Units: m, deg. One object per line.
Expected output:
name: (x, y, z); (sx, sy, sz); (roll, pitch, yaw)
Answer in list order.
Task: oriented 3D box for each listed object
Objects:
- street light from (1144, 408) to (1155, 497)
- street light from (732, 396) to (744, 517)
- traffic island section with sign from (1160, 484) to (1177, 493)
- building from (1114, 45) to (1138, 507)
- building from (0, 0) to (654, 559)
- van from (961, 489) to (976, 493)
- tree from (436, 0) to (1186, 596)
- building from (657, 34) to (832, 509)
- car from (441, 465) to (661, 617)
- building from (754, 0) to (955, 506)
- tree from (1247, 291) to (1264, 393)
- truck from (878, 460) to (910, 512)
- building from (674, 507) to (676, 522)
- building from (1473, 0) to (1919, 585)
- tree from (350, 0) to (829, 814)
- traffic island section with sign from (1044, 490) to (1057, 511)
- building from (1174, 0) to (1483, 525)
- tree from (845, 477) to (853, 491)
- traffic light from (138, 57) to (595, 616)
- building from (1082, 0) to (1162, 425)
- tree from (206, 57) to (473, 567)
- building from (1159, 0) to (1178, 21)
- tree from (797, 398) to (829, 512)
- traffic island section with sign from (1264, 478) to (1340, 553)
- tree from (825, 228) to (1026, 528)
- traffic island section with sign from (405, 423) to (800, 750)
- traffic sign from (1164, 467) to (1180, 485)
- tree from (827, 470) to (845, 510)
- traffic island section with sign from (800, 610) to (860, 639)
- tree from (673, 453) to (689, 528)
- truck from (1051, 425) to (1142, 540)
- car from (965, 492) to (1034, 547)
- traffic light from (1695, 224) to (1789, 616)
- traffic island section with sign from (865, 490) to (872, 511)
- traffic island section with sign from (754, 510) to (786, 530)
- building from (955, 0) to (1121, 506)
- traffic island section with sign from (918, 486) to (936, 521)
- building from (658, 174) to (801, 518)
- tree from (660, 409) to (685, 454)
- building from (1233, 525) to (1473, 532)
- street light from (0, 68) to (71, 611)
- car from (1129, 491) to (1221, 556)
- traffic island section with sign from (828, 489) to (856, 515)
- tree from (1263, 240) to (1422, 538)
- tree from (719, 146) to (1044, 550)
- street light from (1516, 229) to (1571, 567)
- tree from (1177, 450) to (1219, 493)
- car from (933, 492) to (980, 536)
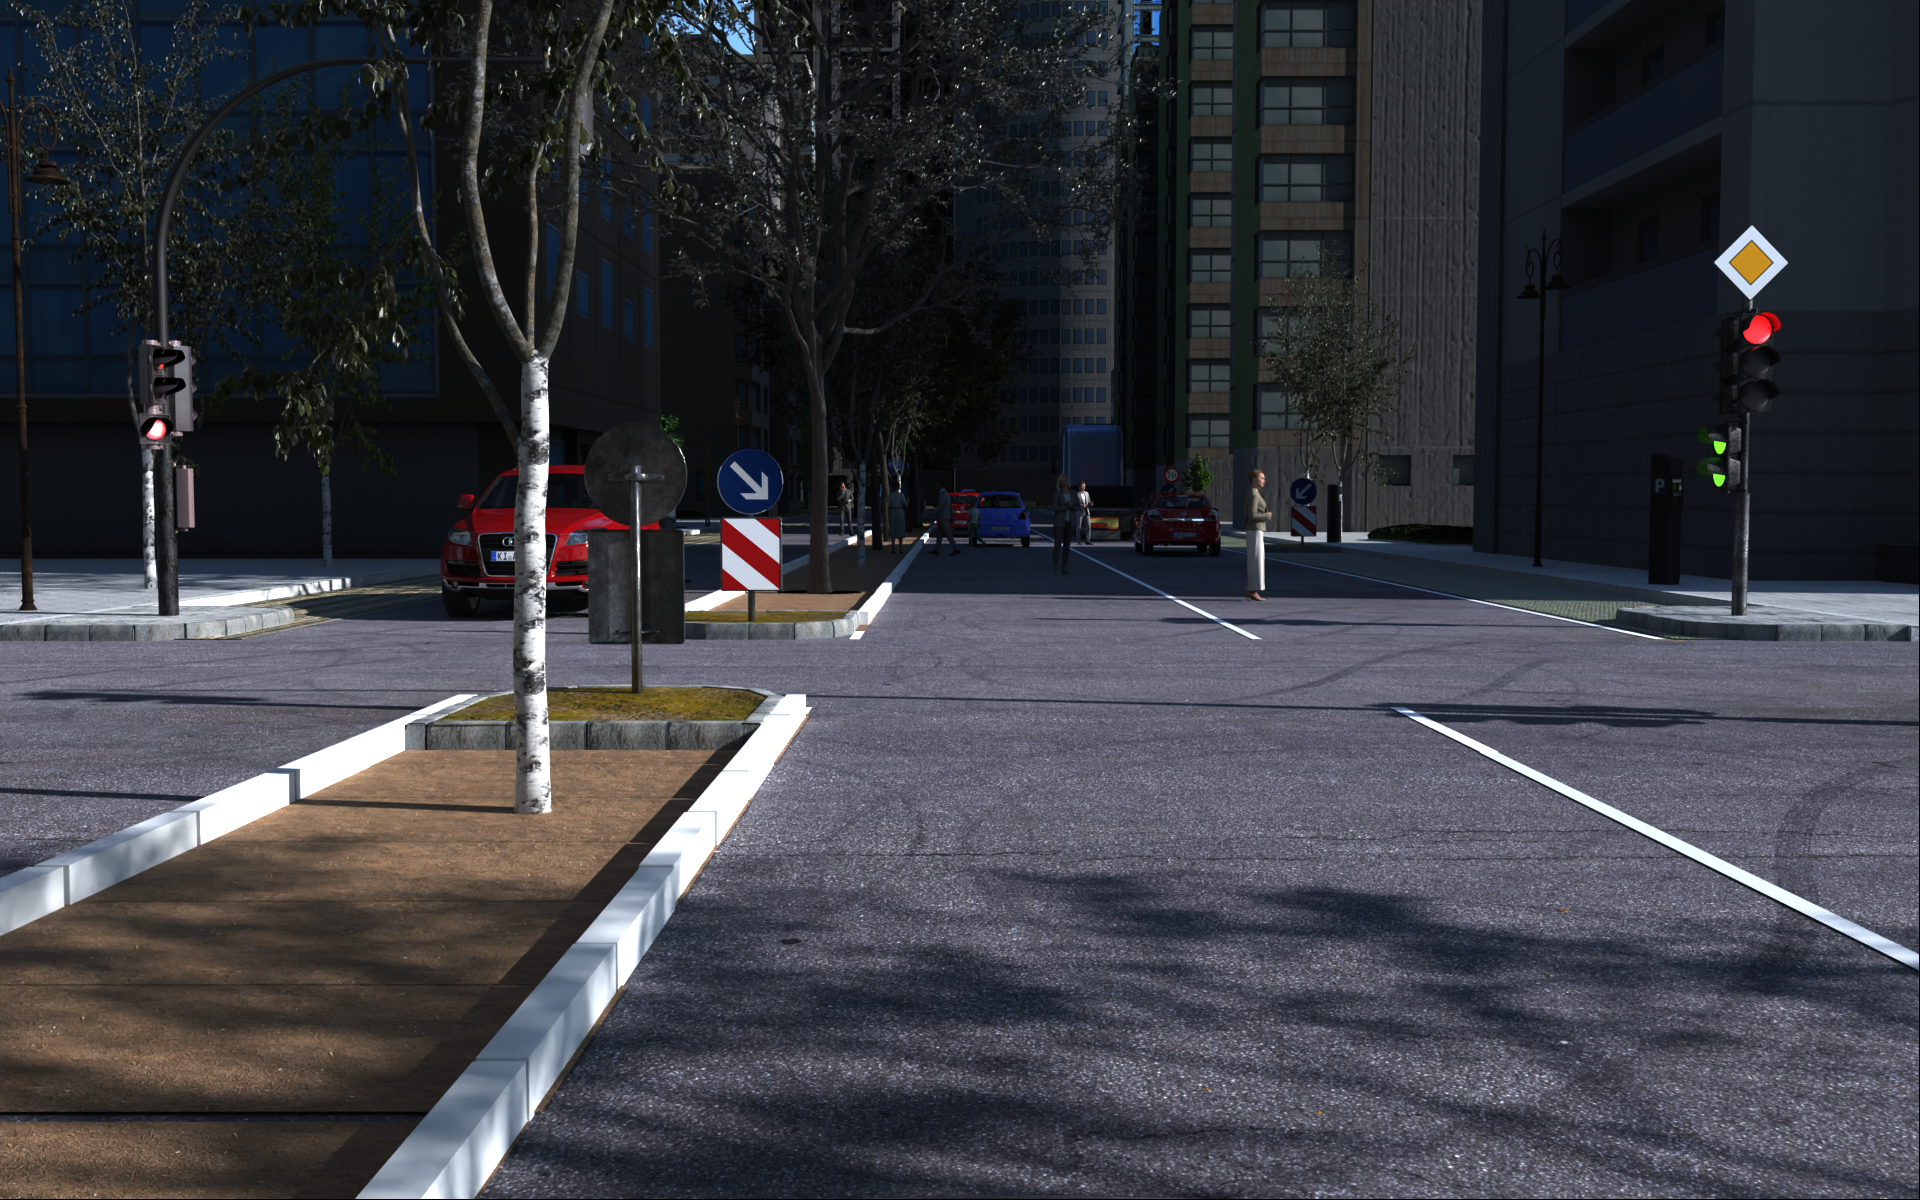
street light: (10.161, -7.352, 92.991); (0.468, 5.910, 1.993); (0, 3, 0)
street light: (-10.466, -6.651, 81.535); (0.468, 5.910, 1.993); (0, 3, 0)
traffic island section with sign: (8.215, -3.746, 69.872); (1.989, 1.847, 2.006); (0, 3, 0)
building: (17.969, -21.025, 115.461); (14.160, 30.474, 14.107); (0, 3, 0)
building: (-15.172, -23.822, 39.608); (14.600, 45.320, 14.200); (0, 3, 0)
van: (0.727, -9.043, 154.861); (2.013, 2.044, 4.112); (0, 4, -1)
tree: (-1.988, -6.816, 24.263); (12.009, 13.543, 11.850); (0, 3, 0)
building: (-23.666, -28.160, 152.295); (23.993, 40.220, 32.217); (0, 3, 0)
car: (-5.027, -0.810, 21.912); (2.281, 1.827, 5.304); (0, 4, -2)
building: (-10.896, -45.803, 187.126); (20.611, 71.187, 20.563); (0, 3, 0)
tree: (11.205, -6.374, 54.577); (4.360, 8.622, 3.978); (0, 3, 0)
truck: (-4.851, -9.227, 140.615); (2.967, 4.110, 18.799); (0, 4, 0)
building: (-23.278, -38.830, 73.126); (20.563, 71.187, 20.611); (0, 3, 0)
building: (25.535, -29.746, 28.348); (28.212, 58.520, 21.231); (0, 3, 0)
tree: (-1.932, -3.359, 7.746); (4.360, 8.622, 3.978); (0, 3, 0)
traffic island section with sign: (8.174, -8.465, 147.028); (1.989, 1.847, 2.006); (0, 3, 0)
building: (17.578, -24.605, 85.894); (14.154, 41.232, 14.086); (0, 3, 0)
tree: (-10.488, -9.909, 156.613); (1.663, 3.219, 1.824); (0, 3, 0)
traffic light: (-6.250, -2.663, 18.212); (4.771, 5.953, 1.251); (0, 3, 0)
building: (22.403, -51.273, 150.979); (22.319, 86.520, 31.000); (0, 3, 0)
tree: (-10.862, -4.878, 30.115); (4.737, 8.622, 4.395); (0, 3, 0)
building: (18.346, -20.164, 101.380); (14.160, 30.474, 14.107); (0, 3, 0)
tree: (-11.951, -11.252, 134.335); (4.737, 8.622, 4.395); (0, 3, 0)
traffic island section with sign: (8.248, -2.097, 42.917); (1.989, 1.847, 2.006); (0, 3, 0)
tree: (-1.961, -9.398, 73.123); (9.611, 12.733, 9.660); (0, 3, 0)
traffic island section with sign: (-2.093, -0.148, 10.563); (2.006, 1.907, 1.989); (0, 3, 0)
traffic sign: (9.884, -4.940, 80.869); (0.768, 2.556, 0.104); (0, 4, 8)
tree: (-10.480, -8.864, 139.529); (1.663, 3.219, 1.824); (0, 3, 0)
traffic island section with sign: (-2.090, -0.601, 17.971); (2.006, 1.907, 1.989); (0, 3, 0)
tree: (-10.811, -4.350, 65.724); (1.663, 3.219, 1.824); (0, 3, 0)
truck: (5.107, -4.395, 61.612); (2.967, 4.110, 18.799); (0, 4, 0)
car: (1.088, -2.359, 48.163); (1.945, 1.707, 3.694); (0, 4, 1)
traffic light: (8.219, -1.791, 18.204); (0.839, 4.253, 0.868); (0, 3, 0)
traffic island section with sign: (-8.162, -8.481, 147.291); (1.989, 1.847, 2.006); (0, 3, 0)
traffic island section with sign: (-8.097, -3.761, 70.117); (1.989, 1.847, 2.006); (0, 3, 0)
building: (13.516, -39.479, 187.479); (28.212, 58.520, 21.231); (0, 3, 0)
traffic island section with sign: (-2.160, -5.197, 93.109); (2.006, 1.907, 1.989); (0, 3, 0)
building: (-25.133, -16.098, 108.242); (27.650, 21.520, 28.899); (0, 3, 0)
tree: (-10.937, -4.629, 59.391); (4.285, 4.588, 4.351); (0, 3, 0)
building: (16.994, -23.257, 63.850); (14.154, 41.232, 14.086); (0, 3, 0)
street light: (-10.298, -2.824, 18.959); (0.468, 5.910, 1.993); (0, 3, 0)
car: (5.169, -1.985, 41.499); (2.155, 1.783, 4.494); (0, 4, 2)
traffic island section with sign: (-8.142, -6.832, 120.336); (1.989, 1.847, 2.006); (0, 3, 0)
tree: (11.076, -6.097, 50.054); (4.360, 8.622, 3.978); (0, 3, 0)
tree: (-2.073, -6.555, 44.045); (8.767, 10.594, 7.601); (0, 3, 0)
street light: (10.227, -3.530, 30.497); (0.468, 5.910, 1.993); (0, 3, 0)
tree: (10.275, -4.962, 75.733); (1.663, 3.219, 1.824); (0, 3, 0)
car: (0.136, -3.063, 59.123); (2.155, 1.783, 4.494); (0, 4, 2)
